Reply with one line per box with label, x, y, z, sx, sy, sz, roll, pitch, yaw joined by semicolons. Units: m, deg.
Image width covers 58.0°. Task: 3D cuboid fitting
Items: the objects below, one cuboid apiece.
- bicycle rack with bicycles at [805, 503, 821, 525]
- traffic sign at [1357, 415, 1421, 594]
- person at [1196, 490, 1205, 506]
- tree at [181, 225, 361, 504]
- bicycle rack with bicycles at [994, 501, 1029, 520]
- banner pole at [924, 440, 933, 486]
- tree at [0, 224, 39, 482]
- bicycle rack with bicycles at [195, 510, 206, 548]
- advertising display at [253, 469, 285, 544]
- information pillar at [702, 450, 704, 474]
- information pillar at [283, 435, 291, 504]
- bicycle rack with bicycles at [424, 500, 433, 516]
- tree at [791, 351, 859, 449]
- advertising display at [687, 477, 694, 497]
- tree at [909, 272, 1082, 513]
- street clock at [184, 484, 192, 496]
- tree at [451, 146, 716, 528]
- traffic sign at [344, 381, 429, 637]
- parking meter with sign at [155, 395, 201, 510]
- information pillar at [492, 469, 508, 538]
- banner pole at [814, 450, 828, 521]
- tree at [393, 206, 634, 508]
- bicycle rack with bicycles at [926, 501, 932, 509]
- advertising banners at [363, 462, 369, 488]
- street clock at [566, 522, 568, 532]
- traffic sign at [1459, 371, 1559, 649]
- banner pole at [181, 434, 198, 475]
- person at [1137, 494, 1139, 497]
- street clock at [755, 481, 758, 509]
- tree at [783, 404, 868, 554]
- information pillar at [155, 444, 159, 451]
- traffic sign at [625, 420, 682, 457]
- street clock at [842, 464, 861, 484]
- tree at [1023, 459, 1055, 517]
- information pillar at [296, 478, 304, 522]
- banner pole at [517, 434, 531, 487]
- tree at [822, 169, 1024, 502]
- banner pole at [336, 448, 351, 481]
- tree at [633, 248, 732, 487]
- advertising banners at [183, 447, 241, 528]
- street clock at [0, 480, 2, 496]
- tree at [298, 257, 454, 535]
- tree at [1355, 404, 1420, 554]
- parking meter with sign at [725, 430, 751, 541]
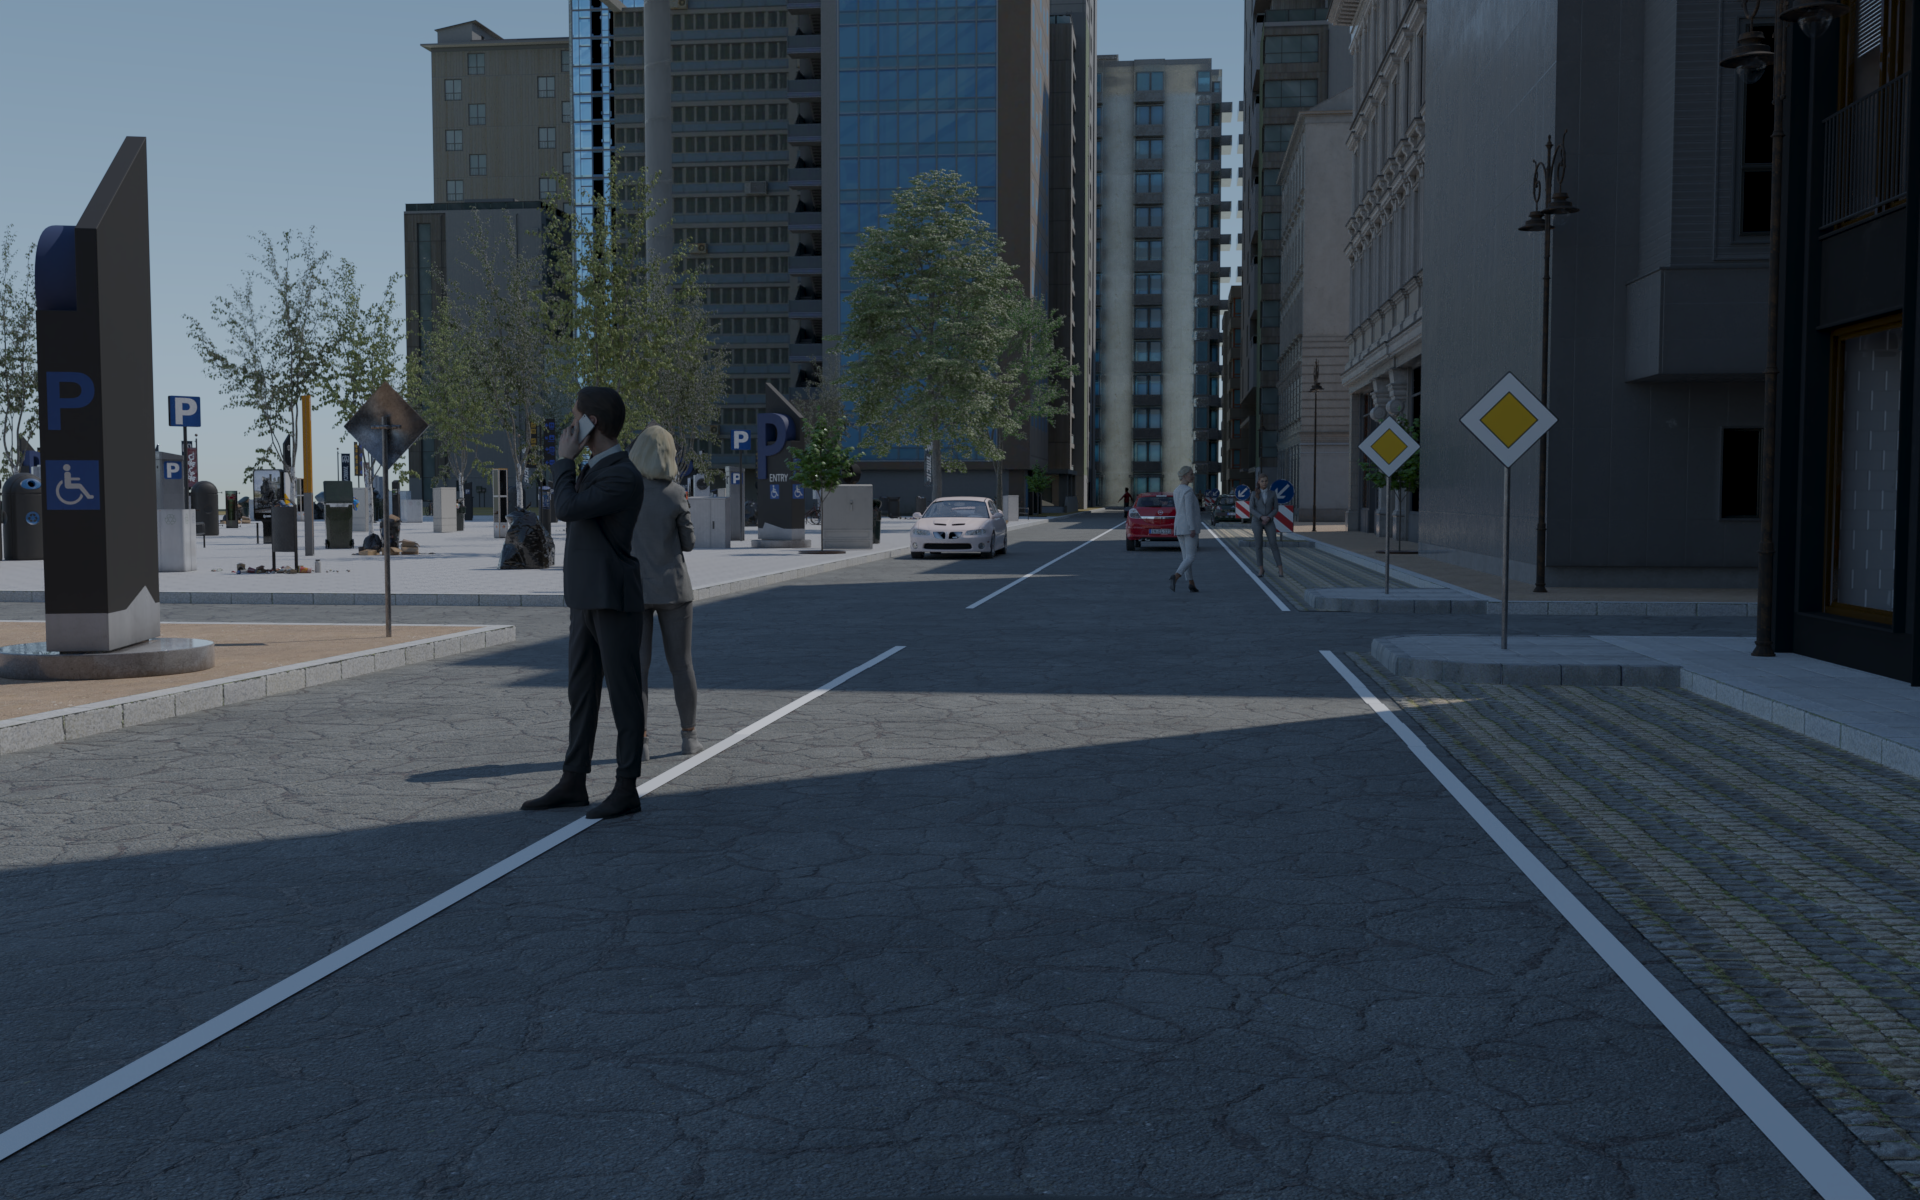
bicycle rack with bicycles;-5.572;-3.604;72.315;2.925;0.926;2.852;0;4;6
traffic sign;5.481;-1.134;22.186;0.795;2.450;0.064;0;4;7
person;23.409;-9.810;168.899;1.348;1.823;0.705;1;4;21
tree;-18.354;-5.902;46.862;4.360;8.622;3.978;0;3;0
bicycle rack with bicycles;2.194;-4.420;85.656;2.852;0.926;2.925;-1;4;-14
banner pole;-1.110;-4.809;68.649;0.863;3.779;0.401;3;4;38
tree;-26.164;-5.988;48.260;4.360;8.622;3.978;0;3;0
bicycle rack with bicycles;-18.767;-1.633;40.077;2.852;0.926;2.925;-1;4;-13
advertising display;-17.772;-2.406;44.547;0.974;1.923;0.123;2;4;25
information pillar;-13.547;-6.121;91.426;0.183;3.616;0.504;-1;4;-12
information pillar;-25.937;-4.615;66.810;0.183;3.616;0.504;0;4;7
bicycle rack with bicycles;-30.536;-5.226;98.819;2.852;0.926;2.925;-1;4;-17
tree;-6.849;-8.398;87.673;4.360;8.622;3.978;0;3;0
advertising display;-10.109;-3.656;64.995;0.123;1.923;0.974;-1;4;-16
tree;1.721;-9.571;82.246;9.928;11.665;9.643;0;3;0
street clock;-30.129;-3.856;67.621;0.358;2.002;0.471;2;4;35
tree;-7.624;-5.341;37.686;4.737;8.622;4.395;0;3;0
traffic sign;-5.121;-0.724;15.472;0.795;2.450;0.064;0;4;7
parking meter with sign;-14.382;-2.148;31.373;1.738;3.016;0.543;3;5;42
information pillar;-13.330;-2.798;50.235;0.304;2.012;0.304;3;5;41
banner pole;-6.598;-5.694;83.109;0.863;3.779;0.401;-3;4;-36
tree;-11.374;-5.721;43.902;4.360;8.622;3.978;0;3;0
bicycle rack with bicycles;-0.634;-4.724;90.626;2.852;0.926;2.925;0;4;5
advertising banners;-31.766;-5.990;94.120;2.074;3.025;0.090;2;4;35
street clock;-12.632;-3.146;55.999;0.471;2.002;0.358;3;5;43
traffic sign;4.497;-0.649;14.261;0.795;2.450;0.064;0;4;7
banner pole;-31.761;-4.990;71.605;0.401;3.779;0.863;3;5;42
person;16.258;-8.893;157.128;0.421;1.427;0.697;-2;4;-31
street clock;-11.051;-5.556;95.410;0.358;2.002;0.471;2;4;33
tree;-3.039;-2.616;37.366;1.663;3.219;1.824;0;3;0
information pillar;-37.762;-5.512;81.481;0.183;3.616;0.504;0;4;-8
traffic sign;-4.137;-1.208;23.396;0.795;2.450;0.064;0;4;7
street clock;-2.594;-2.250;41.355;0.358;2.002;0.471;-3;5;-41
tree;4.255;-6.227;96.413;1.663;3.219;1.824;0;3;0
information pillar;-30.631;-4.652;80.555;0.304;2.012;0.304;2;4;33
banner pole;-18.294;-5.051;72.605;0.863;3.779;0.401;2;4;27
tree;-1.178;-8.753;61.246;7.486;12.596;7.792;0;3;0
banner pole;-33.308;-6.329;93.493;0.863;3.779;0.401;-2;4;-25
tree;-8.564;-6.193;51.626;4.360;8.622;3.978;0;3;0
advertising banners;-28.009;-4.199;64.841;2.074;3.025;0.090;0;4;0
street clock;-48.114;-5.024;86.719;0.358;2.002;0.471;-2;4;-35
tree;-18.385;-6.320;53.689;4.737;8.622;4.395;0;3;0
tree;9.527;-2.626;37.542;1.663;3.219;1.824;0;3;0
parking meter with sign;-6.182;-3.151;47.773;0.543;3.016;1.738;-1;4;-17
